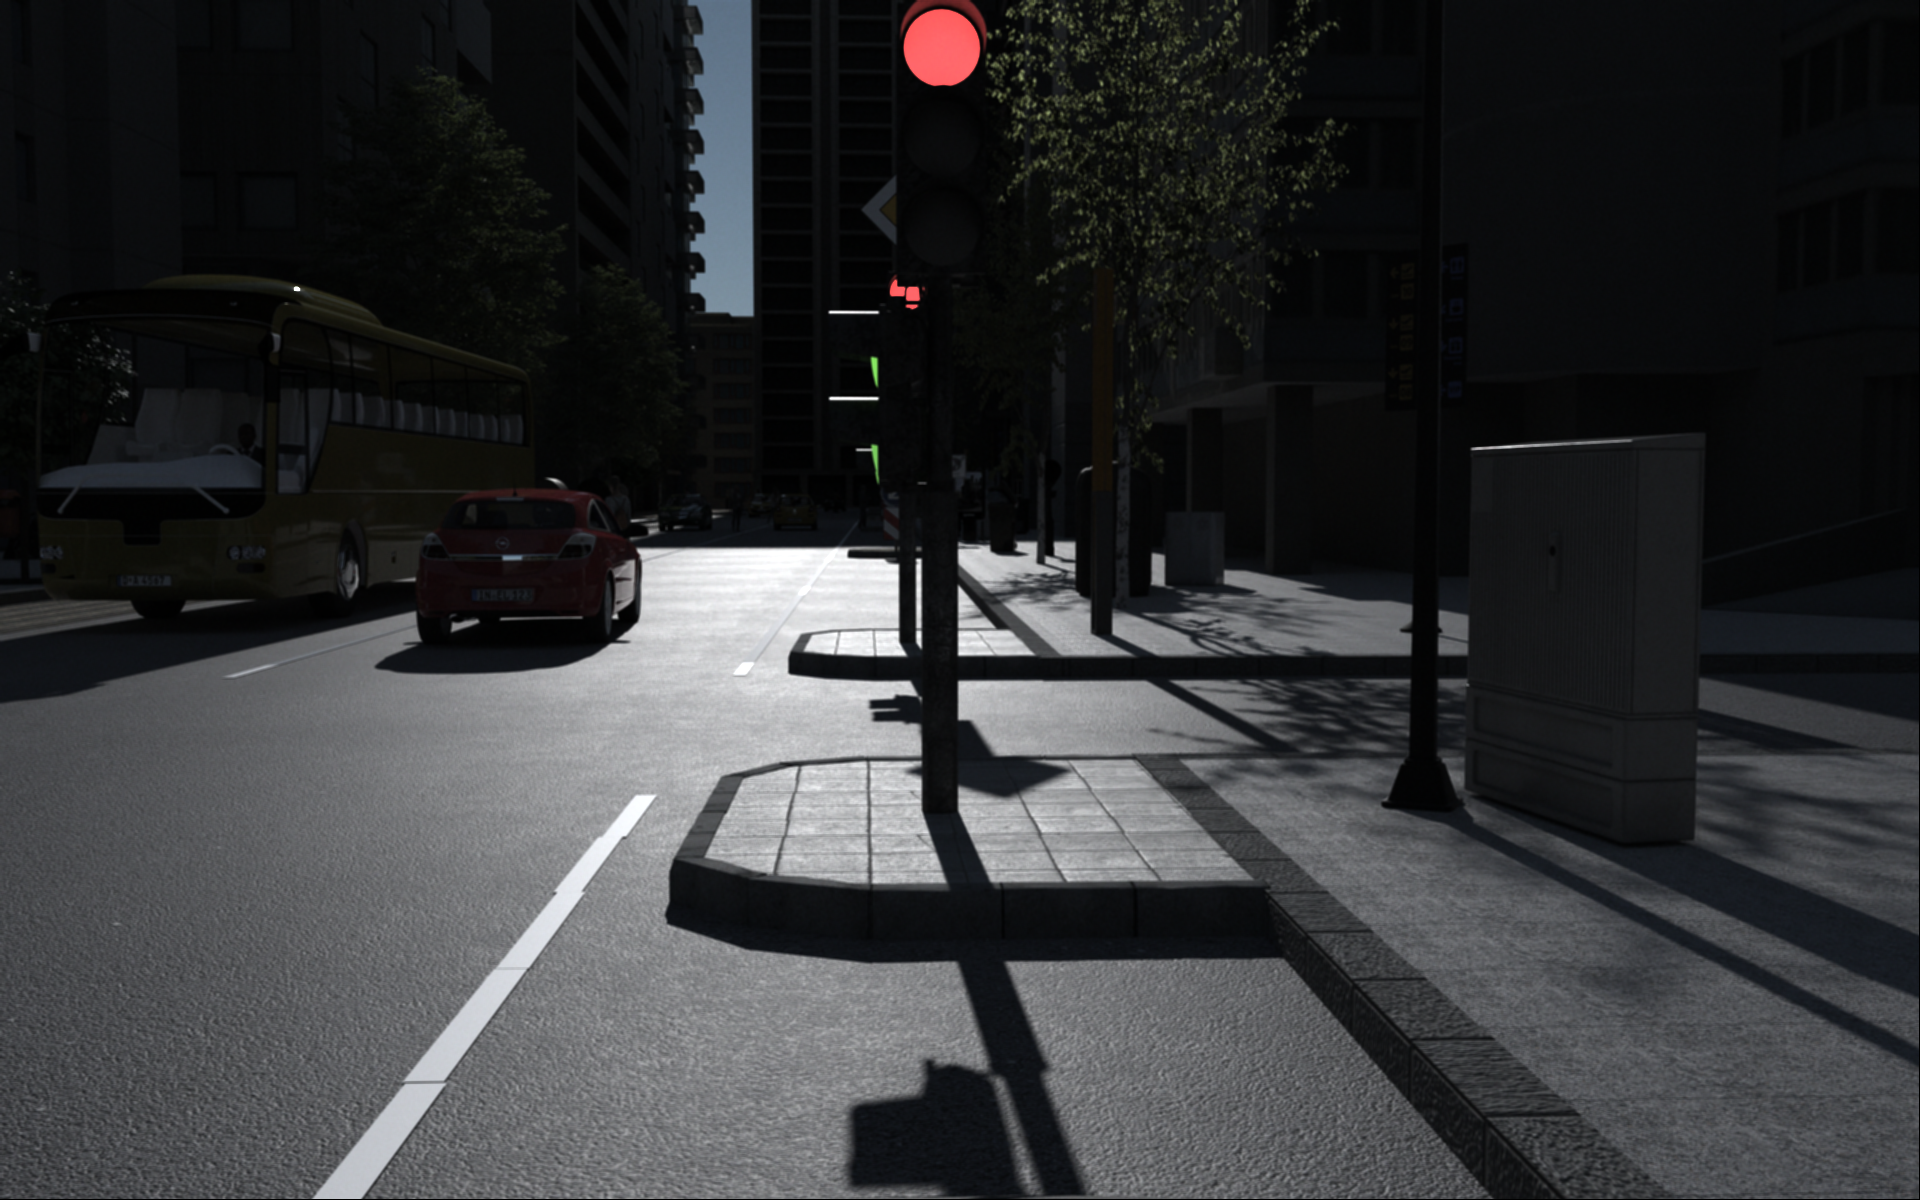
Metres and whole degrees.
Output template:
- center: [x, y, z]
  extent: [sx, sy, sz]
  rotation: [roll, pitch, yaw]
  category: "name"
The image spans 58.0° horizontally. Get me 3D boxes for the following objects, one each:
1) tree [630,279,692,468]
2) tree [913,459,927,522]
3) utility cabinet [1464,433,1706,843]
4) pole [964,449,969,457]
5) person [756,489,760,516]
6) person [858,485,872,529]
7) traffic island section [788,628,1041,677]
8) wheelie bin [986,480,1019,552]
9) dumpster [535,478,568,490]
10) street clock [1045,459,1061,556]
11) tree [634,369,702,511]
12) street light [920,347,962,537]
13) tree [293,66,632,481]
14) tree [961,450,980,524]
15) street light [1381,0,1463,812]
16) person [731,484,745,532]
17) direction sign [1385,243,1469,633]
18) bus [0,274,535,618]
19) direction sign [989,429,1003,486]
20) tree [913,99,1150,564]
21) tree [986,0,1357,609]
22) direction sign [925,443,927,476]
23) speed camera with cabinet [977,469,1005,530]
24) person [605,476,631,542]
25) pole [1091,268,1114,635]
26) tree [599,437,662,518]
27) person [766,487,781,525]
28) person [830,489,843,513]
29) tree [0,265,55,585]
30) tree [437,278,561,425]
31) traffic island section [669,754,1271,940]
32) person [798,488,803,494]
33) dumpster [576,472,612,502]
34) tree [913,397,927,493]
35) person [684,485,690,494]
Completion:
- center: [-17.003, -10.234, 85.450]
  extent: [7.486, 12.596, 7.792]
  rotation: [0, 3, 0]
  category: "tree"
- center: [-1.448, -5.283, 80.974]
  extent: [1.663, 3.219, 1.824]
  rotation: [0, 3, 0]
  category: "tree"
- center: [2.407, 0.114, 6.811]
  extent: [0.318, 1.500, 1.173]
  rotation: [-1, 4, -12]
  category: "utility cabinet"
- center: [0.294, -5.155, 78.131]
  extent: [0.158, 3.312, 0.155]
  rotation: [0, 3, 0]
  category: "pole"
- center: [-13.023, -6.223, 111.042]
  extent: [0.721, 1.735, 1.217]
  rotation: [2, 4, 29]
  category: "person"
- center: [-3.939, -3.865, 71.873]
  extent: [0.590, 1.801, 0.661]
  rotation: [-1, 4, -10]
  category: "person"
- center: [-0.431, 0.446, 14.994]
  extent: [2.009, 0.180, 2.903]
  rotation: [0, 4, -3]
  category: "traffic island section"
- center: [0.947, -1.889, 38.788]
  extent: [0.693, 1.594, 0.980]
  rotation: [0, 4, 8]
  category: "wheelie bin"
- center: [-15.214, -3.551, 63.811]
  extent: [1.264, 1.857, 1.865]
  rotation: [0, 4, -3]
  category: "dumpster"
- center: [1.863, -1.927, 36.079]
  extent: [0.471, 2.002, 0.358]
  rotation: [0, 4, -4]
  category: "street clock"
- center: [-17.129, -9.150, 99.960]
  extent: [4.737, 8.622, 4.395]
  rotation: [0, 3, 0]
  category: "tree"
- center: [-0.669, -4.835, 51.593]
  extent: [1.470, 5.913, 1.316]
  rotation: [0, 4, -3]
  category: "street light"
- center: [-14.037, -7.855, 46.564]
  extent: [7.486, 12.596, 7.792]
  rotation: [0, 3, 0]
  category: "tree"
- center: [0.474, -4.921, 75.054]
  extent: [1.663, 3.219, 1.824]
  rotation: [0, 3, 0]
  category: "tree"
- center: [1.369, -2.105, 6.957]
  extent: [1.470, 5.913, 1.316]
  rotation: [0, 4, -3]
  category: "street light"
- center: [-8.395, -3.484, 65.643]
  extent: [0.537, 1.800, 0.526]
  rotation: [-1, 4, -18]
  category: "person"
- center: [4.296, -1.470, 16.033]
  extent: [0.379, 3.537, 0.876]
  rotation: [-3, 4, -39]
  category: "direction sign"
- center: [-8.347, -1.939, 23.256]
  extent: [2.896, 3.916, 12.252]
  rotation: [0, 4, -1]
  category: "bus"
- center: [1.244, -4.189, 60.487]
  extent: [0.379, 3.537, 0.876]
  rotation: [-2, 4, -30]
  category: "direction sign"
- center: [1.259, -4.978, 31.750]
  extent: [4.737, 8.622, 4.395]
  rotation: [0, 3, 0]
  category: "tree"
- center: [2.054, -4.207, 19.153]
  extent: [4.360, 8.622, 3.978]
  rotation: [0, 3, 0]
  category: "tree"
- center: [-1.244, -5.151, 76.218]
  extent: [0.379, 3.537, 0.876]
  rotation: [-3, 4, -38]
  category: "direction sign"
- center: [1.071, -4.166, 62.447]
  extent: [0.660, 3.252, 2.038]
  rotation: [1, 4, 18]
  category: "speed camera with cabinet"
- center: [-5.178, -1.013, 26.064]
  extent: [0.512, 1.701, 0.522]
  rotation: [-3, 5, -40]
  category: "person"
- center: [1.297, -1.342, 15.783]
  extent: [0.158, 3.312, 0.155]
  rotation: [0, 3, 0]
  category: "pole"
- center: [-17.779, -6.711, 93.436]
  extent: [4.285, 4.588, 4.351]
  rotation: [0, 3, 0]
  category: "tree"
- center: [-8.517, -4.280, 79.068]
  extent: [0.643, 1.750, 0.593]
  rotation: [1, 4, 21]
  category: "person"
- center: [-9.417, -7.532, 131.662]
  extent: [1.348, 1.823, 0.705]
  rotation: [3, 5, 41]
  category: "person"
- center: [-13.562, -2.522, 24.952]
  extent: [4.285, 4.588, 4.351]
  rotation: [0, 3, 0]
  category: "tree"
- center: [-15.296, -6.493, 56.519]
  extent: [4.737, 8.622, 4.395]
  rotation: [0, 3, 0]
  category: "tree"
- center: [-0.059, 0.934, 7.017]
  extent: [2.009, 0.180, 2.903]
  rotation: [0, 4, -3]
  category: "traffic island section"
- center: [-10.297, -6.301, 111.527]
  extent: [1.348, 1.822, 0.705]
  rotation: [2, 4, 24]
  category: "person"
- center: [-15.877, -4.466, 75.507]
  extent: [1.502, 2.255, 1.985]
  rotation: [0, 4, -3]
  category: "dumpster"
- center: [-2.389, -9.376, 103.667]
  extent: [4.360, 8.622, 3.978]
  rotation: [0, 3, 0]
  category: "tree"
- center: [-12.248, -4.205, 77.256]
  extent: [0.388, 1.821, 0.555]
  rotation: [-3, 4, -36]
  category: "person"
